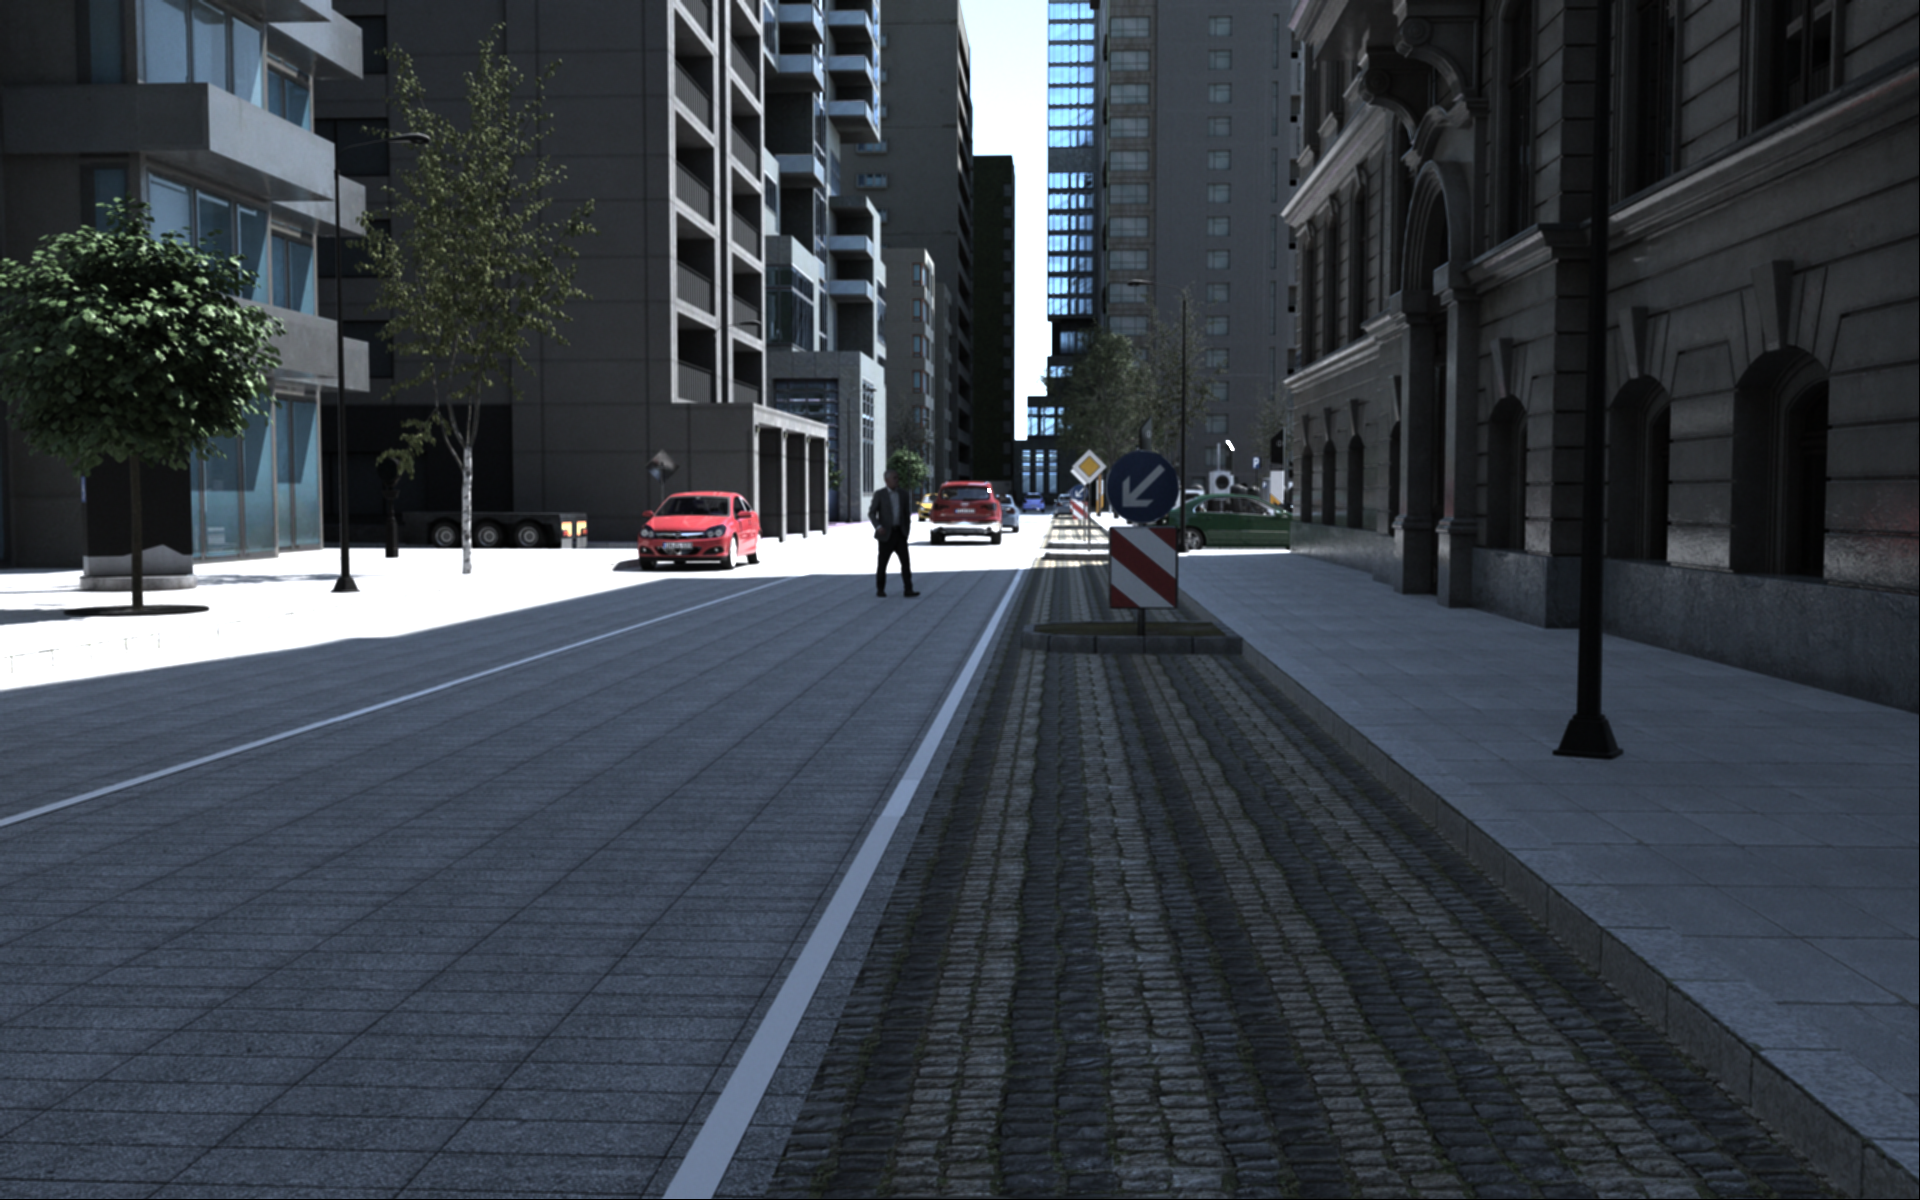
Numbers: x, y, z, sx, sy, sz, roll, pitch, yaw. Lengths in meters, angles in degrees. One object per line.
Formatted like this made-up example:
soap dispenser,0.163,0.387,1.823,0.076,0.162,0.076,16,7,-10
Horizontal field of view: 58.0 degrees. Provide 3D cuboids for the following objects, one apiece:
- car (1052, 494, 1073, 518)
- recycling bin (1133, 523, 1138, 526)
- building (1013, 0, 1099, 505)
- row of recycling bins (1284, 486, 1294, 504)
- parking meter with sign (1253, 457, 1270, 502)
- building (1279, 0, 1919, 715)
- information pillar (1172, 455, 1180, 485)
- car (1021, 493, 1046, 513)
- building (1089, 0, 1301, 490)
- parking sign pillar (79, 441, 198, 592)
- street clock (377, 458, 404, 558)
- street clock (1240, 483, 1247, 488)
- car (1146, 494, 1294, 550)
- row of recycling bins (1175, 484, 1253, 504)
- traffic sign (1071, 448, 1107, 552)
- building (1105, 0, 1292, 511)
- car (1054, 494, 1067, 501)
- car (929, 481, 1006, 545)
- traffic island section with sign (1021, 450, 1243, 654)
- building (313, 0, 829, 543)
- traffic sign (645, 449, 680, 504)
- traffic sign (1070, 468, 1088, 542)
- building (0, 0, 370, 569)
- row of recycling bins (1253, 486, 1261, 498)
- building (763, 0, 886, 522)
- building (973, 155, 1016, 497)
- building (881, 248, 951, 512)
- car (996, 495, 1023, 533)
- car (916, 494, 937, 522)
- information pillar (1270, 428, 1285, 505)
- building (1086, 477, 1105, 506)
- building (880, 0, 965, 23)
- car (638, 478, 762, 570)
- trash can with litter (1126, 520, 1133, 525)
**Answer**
car,6.561,-5.652,104.417,2.014,1.417,4.499,0,4,3
recycling bin,5.784,-2.483,53.155,0.722,1.027,0.722,-3,5,-40
building,22.473,-55.089,213.383,31.000,86.520,22.319,0,4,3
row of recycling bins,14.950,-4.112,74.339,3.534,1.692,1.069,2,4,34
parking meter with sign,14.641,-5.221,81.622,1.738,3.016,0.543,-2,4,-28
building,11.374,-12.289,20.009,14.460,24.649,34.723,0,4,3
information pillar,12.945,-6.882,103.880,0.504,3.616,0.183,0,4,1
car,5.707,-7.630,134.335,1.945,1.707,3.694,0,4,2
building,26.469,-34.914,160.088,28.713,52.752,27.495,0,4,3
parking sign pillar,-11.107,-2.131,23.315,1.447,3.967,1.447,-2,4,-35
street clock,-11.472,-1.856,34.923,0.471,2.002,0.358,1,4,13
street clock,18.447,-6.620,112.806,0.471,2.002,0.358,-2,4,-30
car,6.796,-1.827,41.670,4.920,1.459,2.131,0,4,2
row of recycling bins,10.493,-4.072,73.686,3.534,1.692,1.069,-1,4,-10
traffic sign,2.853,-2.116,38.246,0.795,2.450,0.064,0,4,3
building,18.849,-27.921,140.101,14.154,41.232,14.086,0,4,3
car,8.014,-7.275,129.170,2.015,1.641,3.980,0,4,2
car,0.210,-2.565,50.609,2.281,1.827,5.304,0,4,2
traffic island section with sign,1.581,-0.473,16.356,1.989,1.847,2.006,0,4,3
building,-15.103,-37.734,55.208,20.563,71.187,20.611,0,4,3
traffic sign,-6.673,-2.152,38.827,0.795,2.450,0.064,0,4,3
traffic sign,3.324,-2.604,46.218,0.795,2.450,0.064,0,4,3
building,-27.809,-25.057,29.291,30.456,49.044,23.786,0,4,3
row of recycling bins,14.403,-5.133,91.036,1.069,1.692,3.534,-3,5,-39
building,-14.715,-47.653,91.797,22.319,86.520,31.000,0,4,3
building,-0.275,-32.316,211.953,14.086,41.232,14.154,0,4,3
building,-15.401,-17.868,137.175,27.650,21.520,28.899,0,4,3
car,1.367,-3.264,65.364,2.014,1.417,4.499,0,4,3
car,-1.270,-4.941,91.001,2.015,1.641,3.980,0,4,2
information pillar,11.228,-4.274,61.234,0.504,3.616,0.183,2,4,27
building,23.784,-45.617,184.095,20.563,71.187,20.611,0,4,3
building,-10.198,-32.906,161.722,21.300,48.544,21.600,0,4,3
car,-5.084,-1.535,34.137,2.155,1.783,4.494,0,4,3
trash can with litter,7.377,-3.769,73.012,0.624,1.170,1.055,-1,4,-18
